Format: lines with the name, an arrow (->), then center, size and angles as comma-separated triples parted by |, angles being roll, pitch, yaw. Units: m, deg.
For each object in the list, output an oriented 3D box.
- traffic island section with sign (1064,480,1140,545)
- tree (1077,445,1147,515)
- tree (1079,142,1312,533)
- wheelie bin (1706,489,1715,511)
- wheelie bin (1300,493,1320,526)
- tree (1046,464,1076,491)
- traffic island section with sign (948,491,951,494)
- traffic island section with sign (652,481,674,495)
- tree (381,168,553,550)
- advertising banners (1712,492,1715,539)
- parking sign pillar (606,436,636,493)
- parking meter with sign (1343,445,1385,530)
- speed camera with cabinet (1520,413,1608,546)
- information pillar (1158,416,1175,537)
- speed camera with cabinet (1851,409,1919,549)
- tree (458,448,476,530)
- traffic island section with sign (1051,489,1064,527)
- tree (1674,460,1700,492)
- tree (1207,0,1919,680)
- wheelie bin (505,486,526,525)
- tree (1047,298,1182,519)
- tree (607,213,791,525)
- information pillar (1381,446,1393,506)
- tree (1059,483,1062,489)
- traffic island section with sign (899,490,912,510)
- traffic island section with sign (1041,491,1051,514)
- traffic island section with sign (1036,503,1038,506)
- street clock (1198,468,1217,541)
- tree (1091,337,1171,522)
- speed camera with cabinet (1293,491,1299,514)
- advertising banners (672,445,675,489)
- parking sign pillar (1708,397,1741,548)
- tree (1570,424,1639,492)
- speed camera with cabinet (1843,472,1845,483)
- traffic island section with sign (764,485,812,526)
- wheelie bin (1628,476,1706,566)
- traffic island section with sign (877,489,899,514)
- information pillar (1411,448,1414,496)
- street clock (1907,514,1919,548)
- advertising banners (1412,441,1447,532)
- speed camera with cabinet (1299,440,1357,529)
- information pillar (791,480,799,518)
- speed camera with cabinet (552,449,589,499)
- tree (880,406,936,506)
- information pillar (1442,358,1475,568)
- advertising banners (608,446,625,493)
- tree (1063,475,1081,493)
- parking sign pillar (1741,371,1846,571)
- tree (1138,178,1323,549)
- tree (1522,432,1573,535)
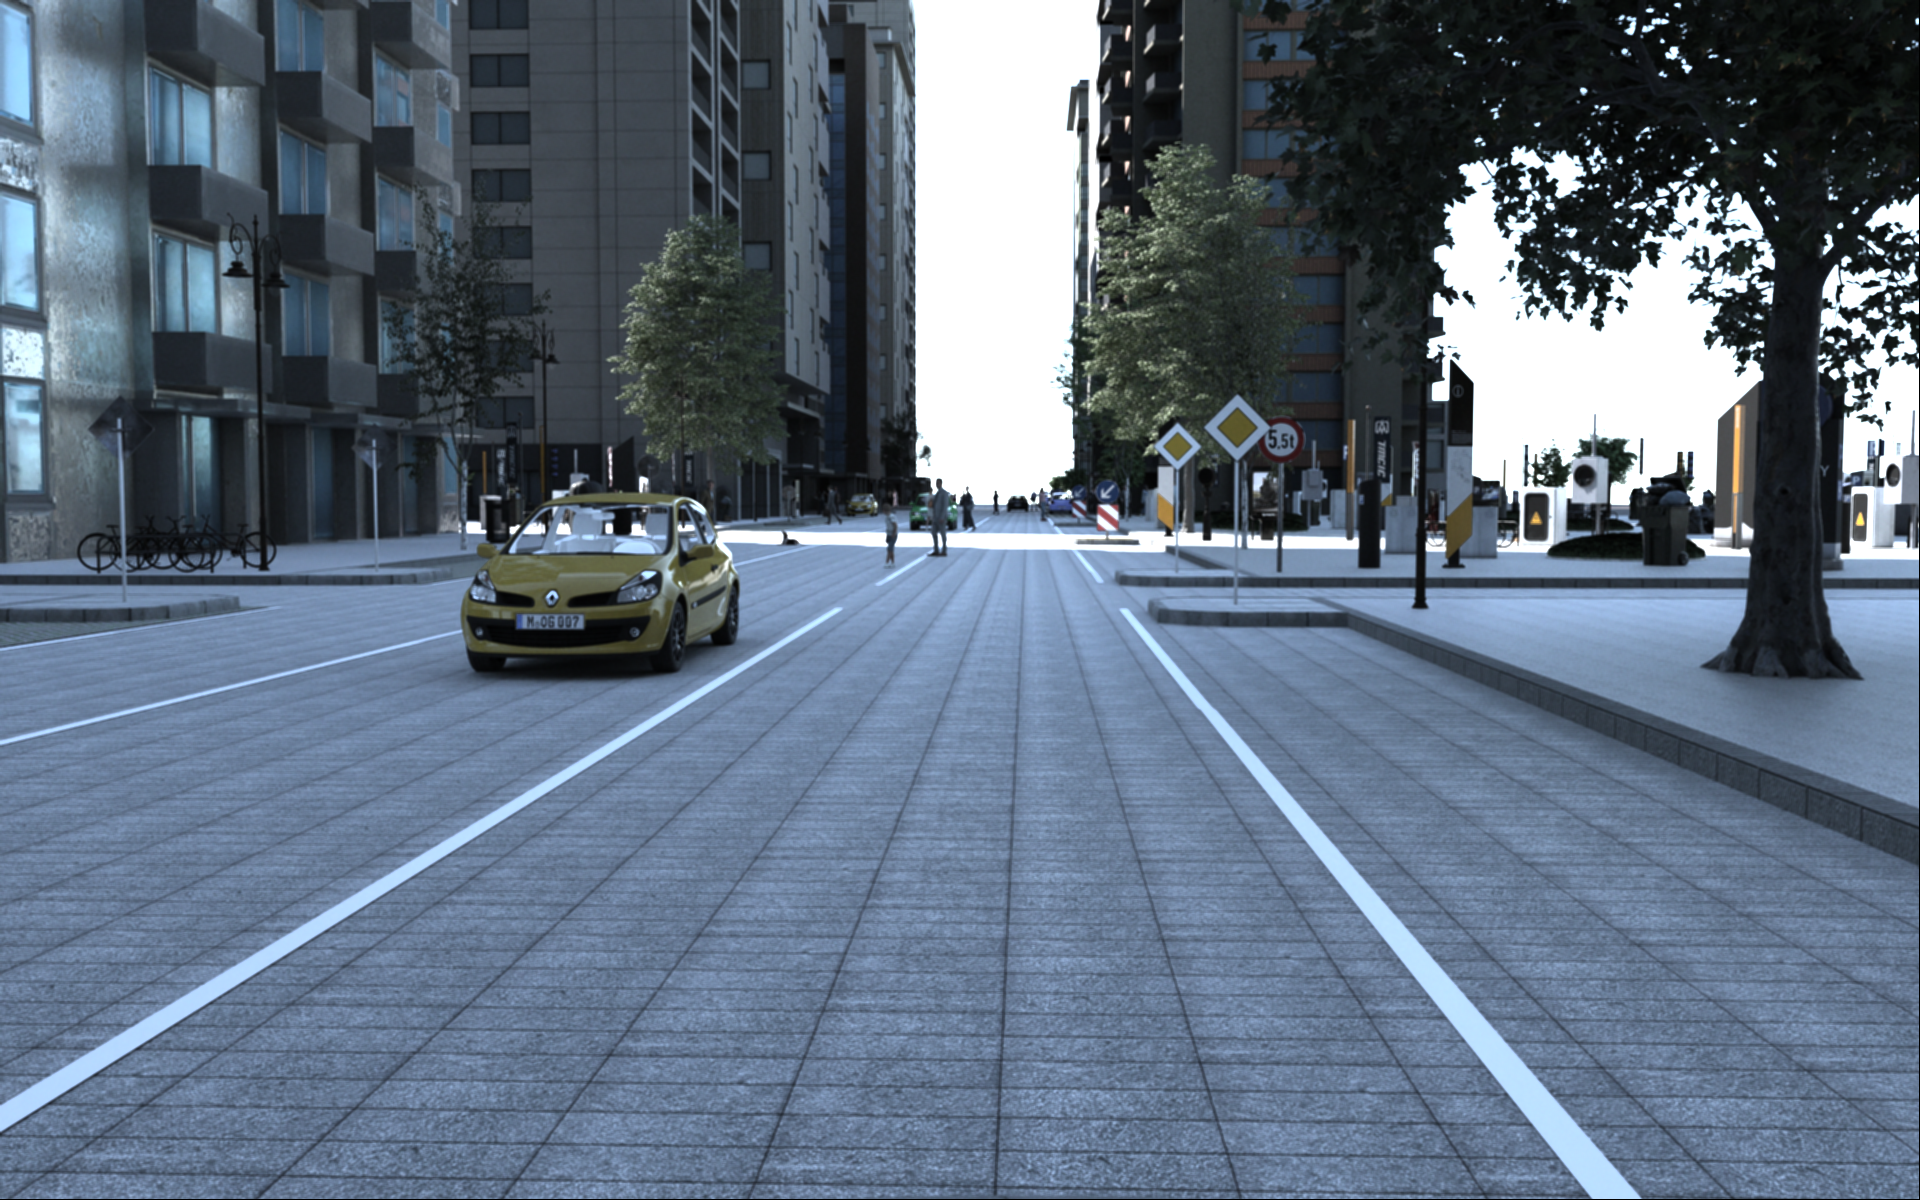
traffic island section with sign -> 4.071, -2.496, 49.435 | 1.989, 1.847, 2.006 | 0, 4, 2
tree -> 9.836, -7.437, 105.304 | 4.285, 4.588, 4.351 | 0, 3, 0
tree -> 7.575, -8.482, 56.811 | 7.486, 12.596, 7.792 | 0, 3, 0
wheelie bin -> 42.844, -5.584, 99.202 | 0.693, 1.594, 0.980 | 1, 4, 11
wheelie bin -> 14.196, -3.815, 70.288 | 0.693, 1.594, 0.980 | 3, 5, 43
tree -> 12.342, -12.383, 186.181 | 4.285, 4.588, 4.351 | 0, 3, 0
traffic island section with sign -> -1.461, -14.025, 237.933 | 1.989, 1.847, 2.006 | 0, 4, 2
traffic island section with sign -> -8.800, -2.592, 51.000 | 1.989, 1.847, 2.006 | 0, 4, 2
tree -> -11.440, -5.469, 39.775 | 4.360, 8.622, 3.978 | 0, 3, 0
advertising banners -> 21.642, -3.121, 47.221 | 2.074, 3.025, 0.090 | 3, 5, 40
parking sign pillar -> -15.799, -5.644, 80.753 | 1.447, 3.967, 1.447 | 0, 4, 6
parking meter with sign -> 14.474, -3.983, 61.381 | 1.738, 3.016, 0.543 | -1, 4, -14
speed camera with cabinet -> 14.880, -2.958, 42.699 | 0.660, 3.252, 2.038 | -3, 5, -42
information pillar -> 6.187, -3.703, 51.903 | 0.504, 3.616, 0.183 | 0, 4, 6
speed camera with cabinet -> 21.998, -2.862, 41.132 | 0.660, 3.252, 2.038 | 0, 4, -4
tree -> -18.381, -4.169, 62.764 | 1.663, 3.219, 1.824 | 0, 3, 0
traffic island section with sign -> 5.133, -4.153, 76.527 | 1.989, 1.847, 2.006 | 0, 4, 2
tree -> 40.428, -6.255, 96.872 | 1.663, 3.219, 1.824 | 0, 3, 0
tree -> 5.950, -5.809, 11.984 | 9.611, 12.733, 9.660 | 0, 3, 0
wheelie bin -> -18.364, -3.892, 71.547 | 0.693, 1.594, 0.980 | -3, 5, -41
tree -> 8.274, -10.089, 90.705 | 9.928, 11.665, 9.643 | 0, 3, 0
tree -> -10.579, -9.325, 70.591 | 7.486, 12.596, 7.792 | 0, 3, 0
information pillar -> 17.779, -4.947, 72.243 | 0.504, 3.616, 0.183 | 3, 5, 42
tree -> 14.984, -15.741, 251.962 | 1.663, 3.219, 1.824 | 0, 3, 0
traffic island section with sign -> -4.691, -8.986, 155.550 | 1.989, 1.847, 2.006 | 0, 4, 2
traffic island section with sign -> 7.115, -7.227, 126.782 | 1.989, 1.847, 2.006 | 0, 4, 2
traffic island section with sign -> 10.345, -12.273, 209.284 | 1.989, 1.847, 2.006 | 0, 4, 2
street clock -> 6.763, -2.617, 47.355 | 0.471, 2.002, 0.358 | 3, 4, 36
tree -> 7.854, -7.986, 80.934 | 4.737, 8.622, 4.395 | 0, 3, 0
speed camera with cabinet -> 20.719, -6.614, 102.481 | 2.038, 3.252, 0.660 | -2, 4, -23
advertising banners -> -10.169, -3.988, 61.392 | 0.090, 3.025, 2.074 | 0, 4, -8
parking sign pillar -> 18.810, -3.251, 41.631 | 1.447, 3.967, 1.447 | -1, 4, -20
tree -> 30.269, -5.985, 81.566 | 4.285, 4.588, 4.351 | 0, 3, 0
speed camera with cabinet -> 35.972, -4.710, 71.351 | 2.038, 3.252, 0.660 | -2, 4, -35
traffic island section with sign -> -7.726, -4.257, 78.223 | 1.989, 1.847, 2.006 | 0, 4, 2
wheelie bin -> 12.681, -1.420, 31.120 | 0.693, 1.594, 0.980 | -2, 4, -33
traffic island section with sign -> -5.762, -7.315, 128.224 | 1.989, 1.847, 2.006 | 0, 4, 2
information pillar -> 23.093, -5.936, 88.409 | 0.183, 3.616, 0.504 | 1, 4, 18
street clock -> 22.694, -2.240, 41.200 | 0.358, 2.002, 0.471 | 0, 4, -1
advertising banners -> 15.781, -3.756, 57.600 | 2.074, 3.025, 0.090 | -2, 4, -28
speed camera with cabinet -> 13.720, -4.266, 64.079 | 2.038, 3.252, 0.660 | 0, 4, 0
information pillar -> -8.713, -5.332, 91.667 | 0.304, 2.012, 0.304 | 2, 4, 33
speed camera with cabinet -> -17.053, -4.989, 75.909 | 0.660, 3.252, 2.038 | 1, 4, 21
tree -> -5.646, -15.102, 181.324 | 7.601, 10.594, 8.767 | -3, 5, -42
information pillar -> 8.668, -2.367, 30.058 | 0.504, 3.616, 0.183 | -1, 4, -19
advertising banners -> -12.549, -4.097, 63.182 | 0.090, 3.025, 2.074 | -2, 4, -26
tree -> 11.355, -10.888, 172.616 | 1.663, 3.219, 1.824 | 0, 3, 0
parking sign pillar -> 14.325, -2.512, 29.545 | 1.447, 3.967, 1.447 | 3, 4, 39
tree -> 6.459, -5.475, 39.880 | 4.360, 8.622, 3.978 | 0, 3, 0
tree -> 18.442, -3.650, 54.275 | 1.663, 3.219, 1.824 | 0, 3, 0
